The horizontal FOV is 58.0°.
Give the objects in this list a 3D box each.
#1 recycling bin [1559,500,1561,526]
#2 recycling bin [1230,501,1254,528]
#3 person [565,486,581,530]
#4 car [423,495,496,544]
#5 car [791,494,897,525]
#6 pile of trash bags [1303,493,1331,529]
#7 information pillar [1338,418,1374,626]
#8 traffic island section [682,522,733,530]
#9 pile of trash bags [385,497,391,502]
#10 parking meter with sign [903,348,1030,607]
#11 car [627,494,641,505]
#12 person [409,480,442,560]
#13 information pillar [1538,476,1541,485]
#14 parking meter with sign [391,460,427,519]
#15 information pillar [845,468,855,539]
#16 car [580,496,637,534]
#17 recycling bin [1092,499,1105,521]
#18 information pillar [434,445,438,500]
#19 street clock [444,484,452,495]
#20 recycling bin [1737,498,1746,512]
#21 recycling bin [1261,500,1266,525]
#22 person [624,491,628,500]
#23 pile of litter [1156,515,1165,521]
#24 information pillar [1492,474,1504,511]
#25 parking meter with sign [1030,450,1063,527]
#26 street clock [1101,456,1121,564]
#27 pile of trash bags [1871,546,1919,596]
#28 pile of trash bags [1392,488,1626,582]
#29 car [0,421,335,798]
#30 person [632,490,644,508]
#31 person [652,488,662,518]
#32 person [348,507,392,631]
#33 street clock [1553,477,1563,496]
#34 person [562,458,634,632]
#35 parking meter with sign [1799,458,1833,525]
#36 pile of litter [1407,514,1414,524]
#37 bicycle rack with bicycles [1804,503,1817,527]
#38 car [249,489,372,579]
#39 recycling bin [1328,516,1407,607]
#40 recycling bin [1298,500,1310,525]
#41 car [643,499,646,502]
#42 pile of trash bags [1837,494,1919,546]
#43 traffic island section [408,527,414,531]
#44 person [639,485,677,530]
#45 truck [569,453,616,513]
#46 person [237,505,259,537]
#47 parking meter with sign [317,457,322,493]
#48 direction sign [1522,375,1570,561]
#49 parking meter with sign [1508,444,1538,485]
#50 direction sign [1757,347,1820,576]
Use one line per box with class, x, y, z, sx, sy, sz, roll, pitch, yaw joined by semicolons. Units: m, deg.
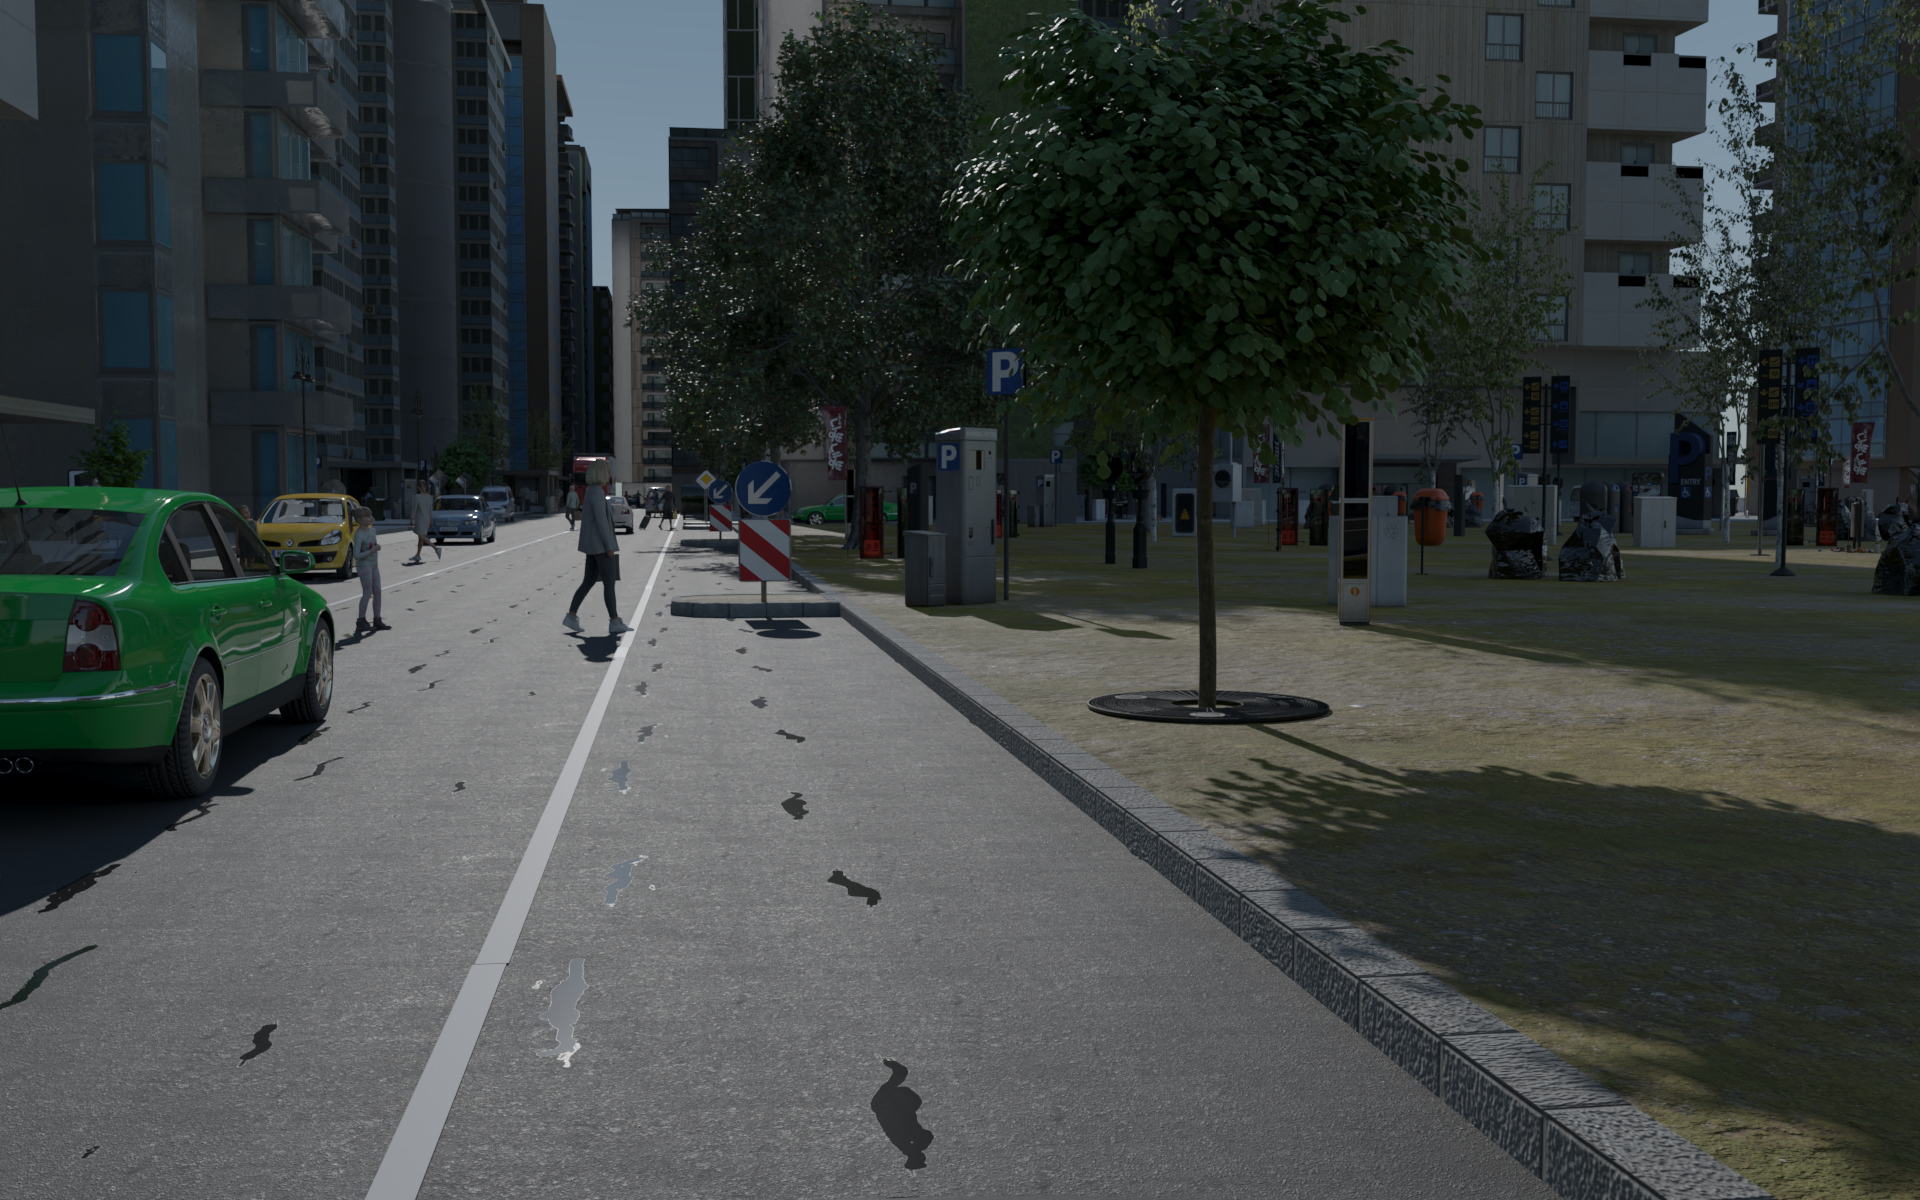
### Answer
recycling bin;23.553;-3.468;69.262;0.722;1.027;0.722;0;4;-5
recycling bin;10.616;-3.221;65.218;0.722;1.027;0.722;0;4;-7
person;-15.626;-3.739;70.116;0.515;1.767;0.782;2;4;27
car;-14.724;-2.379;50.903;2.014;1.417;4.499;0;4;-8
car;-4.972;-4.075;75.417;4.718;1.807;1.959;-1;4;-10
pile of trash bags;13.541;-3.292;63.570;1.912;1.369;3.447;1;4;12
information pillar;3.869;-0.762;16.951;0.304;2.012;0.304;1;4;10
traffic island section;-10.285;-2.950;70.517;2.009;0.180;2.903;-1;4;-9
pile of trash bags;-37.245;-6.420;114.716;3.447;1.369;1.912;-3;4;-36
parking meter with sign;0.049;-1.465;20.221;0.543;3.016;1.738;3;4;38
car;-42.534;-13.051;225.384;2.014;1.417;4.499;0;4;-7
person;-11.530;-1.717;37.325;0.760;1.731;0.466;0;4;1
information pillar;23.685;-4.031;70.396;0.304;2.012;0.304;-1;4;-21
parking meter with sign;-28.124;-5.630;88.309;1.738;3.016;0.543;-3;5;-40
information pillar;-3.118;-2.731;49.141;0.304;2.012;0.304;0;4;-5
car;-13.035;-3.166;64.131;2.083;1.381;4.827;-1;4;-10
recycling bin;6.521;-4.350;83.684;0.722;1.027;0.722;3;5;41
information pillar;-24.803;-5.546;82.033;0.183;3.616;0.504;-2;4;-27
street clock;-31.044;-6.149;105.108;0.471;2.002;0.358;2;4;33
recycling bin;55.005;-6.710;122.264;0.722;1.027;0.722;1;4;11
recycling bin;12.138;-3.580;71.083;0.722;1.027;0.722;1;4;19
person;-32.800;-9.812;169.648;0.721;1.743;1.217;-3;5;-39
pile of litter;9.241;-4.211;82.817;1.719;0.858;1.176;-3;5;-41
information pillar;19.454;-3.558;62.668;0.304;2.012;0.304;3;5;40
parking meter with sign;3.269;-4.341;67.239;0.543;3.016;1.738;3;4;37
street clock;2.762;-1.665;31.789;0.471;2.002;0.358;0;4;6
pile of trash bags;13.505;-0.732;21.714;3.447;1.369;1.912;0;3;0
pile of trash bags;8.569;-1.043;26.801;3.447;1.369;1.912;3;5;41
car;-4.656;-0.037;9.396;1.959;1.807;4.718;-1;4;-9
person;-32.918;-10.314;177.221;1.350;1.814;0.705;-1;4;-18
person;-18.243;-5.855;104.255;0.654;1.822;0.581;0;4;-8
person;-6.197;-0.333;18.216;0.394;1.301;0.425;0;4;-3
street clock;25.765;-4.288;74.674;0.358;2.002;0.471;-1;4;-13
person;-3.791;-0.572;18.036;0.728;1.800;0.709;-1;4;-20
parking meter with sign;35.611;-4.675;72.690;1.738;3.016;0.543;3;4;36
pile of litter;19.434;-3.641;73.501;1.176;0.858;1.719;-3;5;-44
bicycle rack with bicycles;32.955;-3.323;67.719;2.925;0.926;2.852;0;4;0
car;-11.341;-1.227;30.286;2.015;1.641;3.980;-1;4;-10
recycling bin;4.685;-0.451;19.927;0.722;1.027;0.722;0;4;-4
recycling bin;14.194;-3.633;71.961;0.722;1.027;0.722;-1;4;-19
car;-29.644;-9.482;167.615;1.945;1.354;3.894;-1;4;-11
pile of trash bags;25.140;-2.291;47.207;1.912;1.369;3.447;-1;4;-10
traffic island section;-20.700;-2.851;68.892;2.009;0.180;2.903;-1;4;-9
person;-12.096;-3.725;69.622;1.509;1.804;0.699;1;4;12
truck;-25.547;-8.081;121.037;2.839;4.237;11.283;-1;4;-9
person;-11.158;-0.854;27.130;0.362;1.253;0.373;-2;4;-31
parking meter with sign;-30.444;-5.158;80.591;0.543;3.016;1.738;1;4;16
direction sign;11.259;-2.529;33.346;0.876;3.537;0.379;2;4;31
parking meter with sign;19.968;-3.952;60.869;1.738;3.016;0.543;-3;5;-39
direction sign;12.913;-2.145;27.068;0.876;3.537;0.379;3;4;38
